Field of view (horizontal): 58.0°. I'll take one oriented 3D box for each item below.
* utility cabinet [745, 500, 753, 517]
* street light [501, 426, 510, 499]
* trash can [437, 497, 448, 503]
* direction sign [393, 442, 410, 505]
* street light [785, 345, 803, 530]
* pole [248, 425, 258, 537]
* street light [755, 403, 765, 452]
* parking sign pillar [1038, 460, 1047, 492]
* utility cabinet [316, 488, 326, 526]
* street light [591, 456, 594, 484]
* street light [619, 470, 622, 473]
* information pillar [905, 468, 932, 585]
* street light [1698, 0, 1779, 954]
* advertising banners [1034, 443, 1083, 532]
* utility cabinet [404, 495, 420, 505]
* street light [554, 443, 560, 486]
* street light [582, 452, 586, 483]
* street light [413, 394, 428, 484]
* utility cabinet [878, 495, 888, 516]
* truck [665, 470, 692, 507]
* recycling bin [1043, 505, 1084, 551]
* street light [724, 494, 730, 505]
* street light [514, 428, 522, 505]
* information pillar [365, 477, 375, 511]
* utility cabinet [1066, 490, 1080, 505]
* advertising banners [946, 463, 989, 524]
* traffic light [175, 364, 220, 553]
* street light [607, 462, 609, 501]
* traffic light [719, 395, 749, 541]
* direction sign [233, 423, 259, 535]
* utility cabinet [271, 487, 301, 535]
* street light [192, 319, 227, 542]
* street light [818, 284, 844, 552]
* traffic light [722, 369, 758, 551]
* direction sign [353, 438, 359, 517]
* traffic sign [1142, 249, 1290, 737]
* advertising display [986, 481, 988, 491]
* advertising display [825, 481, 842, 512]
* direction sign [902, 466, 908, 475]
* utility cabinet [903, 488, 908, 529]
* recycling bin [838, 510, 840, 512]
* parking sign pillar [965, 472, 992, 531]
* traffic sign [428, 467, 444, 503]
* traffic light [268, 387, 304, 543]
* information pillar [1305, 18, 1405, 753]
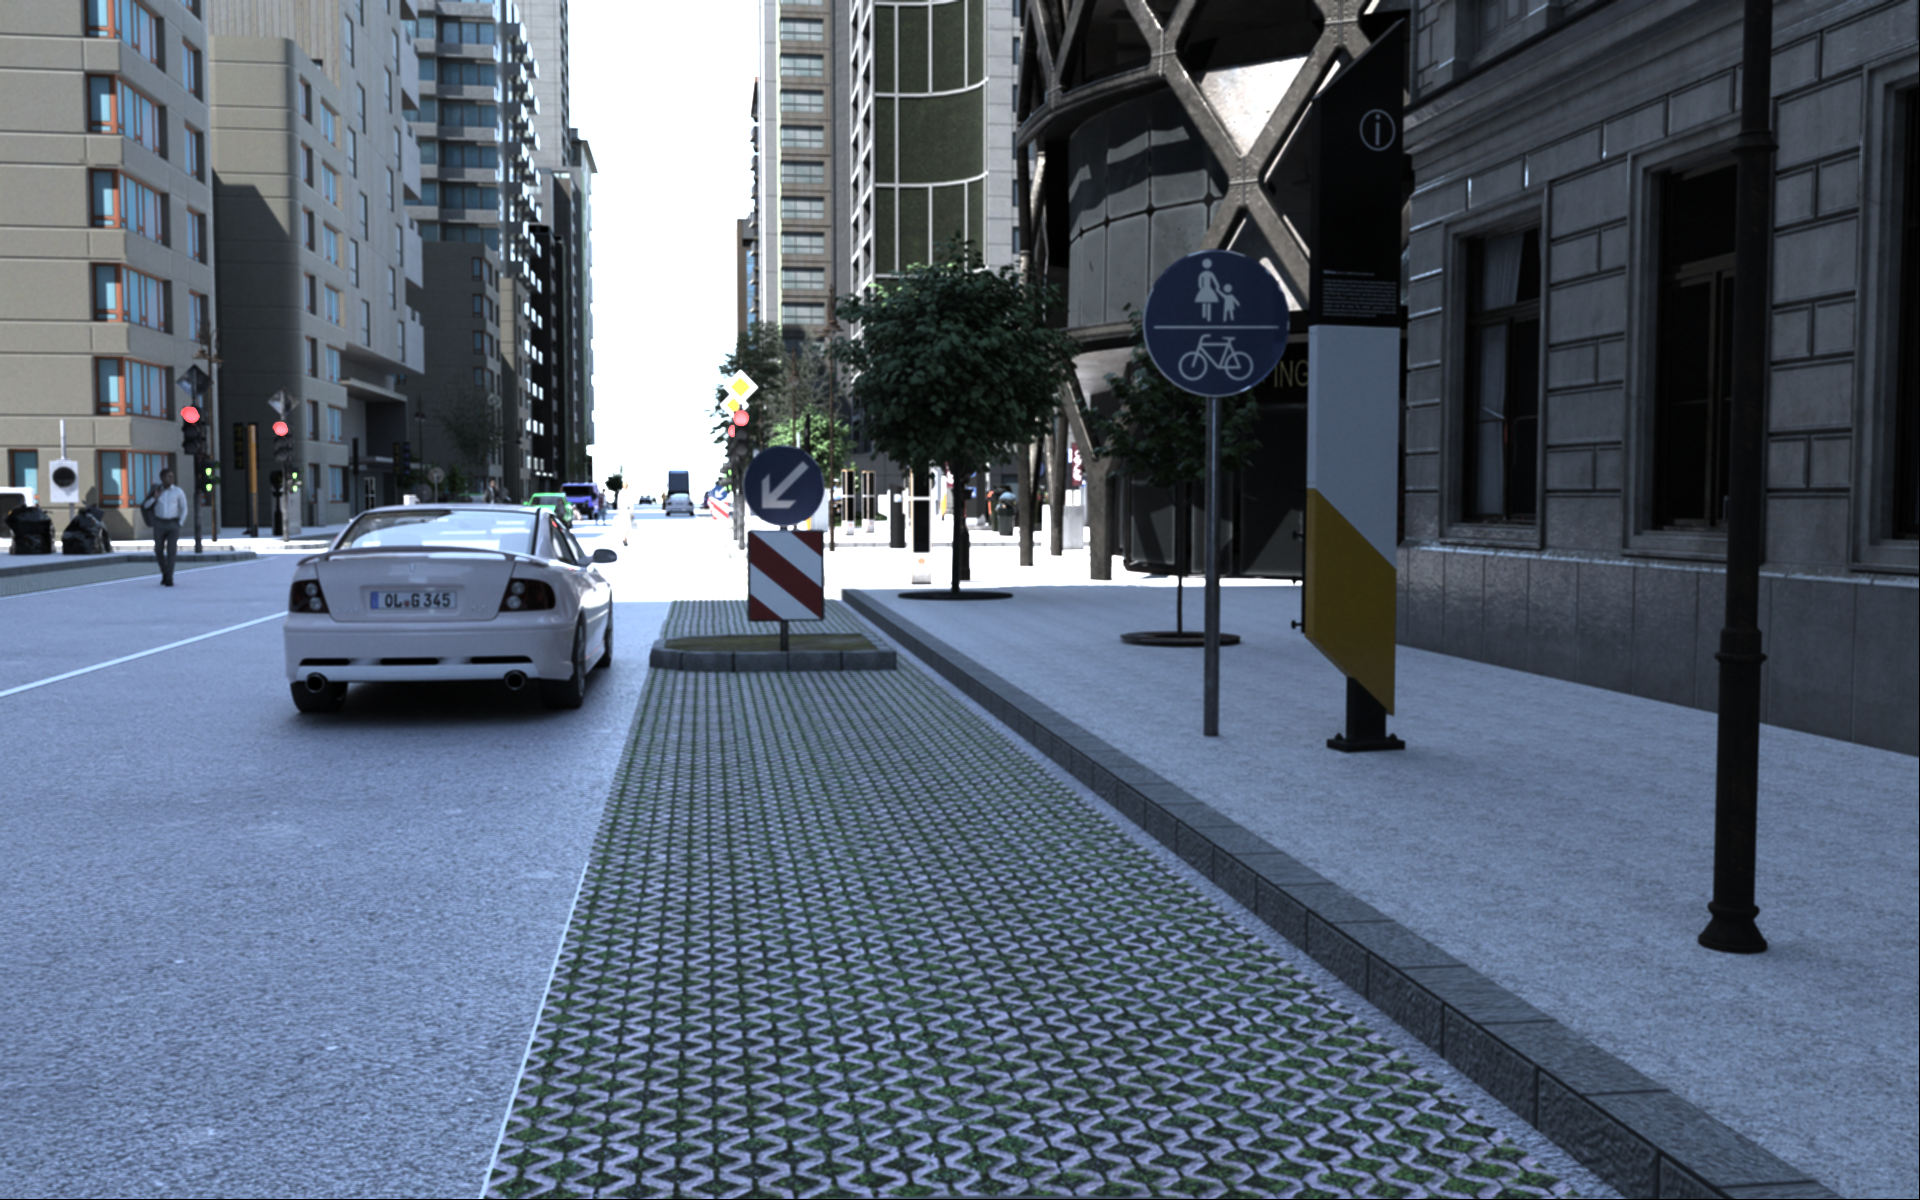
[{"bbox_3d":[-11.954,-5.312,98.014,0.306,1.237,1.020,0,4,2],"label":"utility cabinet"},{"bbox_3d":[-29.833,-8.617,113.675,0.468,5.910,1.993,-1,4,-8],"label":"street light"},{"bbox_3d":[-29.220,-5.259,97.642,0.748,1.137,0.748,0,3,0],"label":"trash can"},{"bbox_3d":[-24.378,-5.118,75.673,0.876,3.537,0.379,1,4,20],"label":"direction sign"},{"bbox_3d":[-5.159,-4.963,53.938,0.468,5.910,1.993,-1,4,-8],"label":"street light"},{"bbox_3d":[-20.894,-3.507,51.185,0.158,3.312,0.155,0,3,0],"label":"pole"},{"bbox_3d":[-10.056,-7.013,87.448,0.468,5.910,1.993,-1,4,-8],"label":"street light"},{"bbox_3d":[4.357,-6.828,100.111,1.447,3.967,1.447,-1,4,-9],"label":"parking sign pillar"},{"bbox_3d":[-25.076,-3.629,68.008,0.318,1.500,1.173,-1,4,-22],"label":"utility cabinet"},{"bbox_3d":[-43.160,-14.097,203.280,0.468,5.910,1.993,-1,4,-8],"label":"street light"},{"bbox_3d":[-53.072,-18.205,270.437,0.468,5.910,1.993,-1,4,-8],"label":"street light"},{"bbox_3d":[-0.566,-1.222,24.475,0.304,2.012,0.304,-1,4,-10],"label":"information pillar"},{"bbox_3d":[2.194,-1.954,4.740,0.468,5.910,1.993,-1,4,-8],"label":"street light"},{"bbox_3d":[3.296,-3.833,58.854,2.074,3.025,0.090,-1,4,-15],"label":"advertising banners"},{"bbox_3d":[-27.403,-4.615,86.621,0.306,1.237,1.020,1,4,13],"label":"utility cabinet"},{"bbox_3d":[-36.120,-11.178,155.547,0.468,5.910,1.993,-1,4,-8],"label":"street light"},{"bbox_3d":[-41.023,-13.243,189.308,0.468,5.910,1.993,-1,4,-8],"label":"street light"},{"bbox_3d":[-24.944,-6.567,80.163,0.468,5.910,1.993,-1,4,-8],"label":"street light"},{"bbox_3d":[-4.005,-5.117,94.817,1.020,1.237,0.306,3,5,42],"label":"utility cabinet"},{"bbox_3d":[-29.968,-11.888,184.132,2.967,4.110,18.799,-1,4,-9],"label":"truck"},{"bbox_3d":[2.366,-1.658,39.655,0.722,1.027,0.722,-2,4,-30],"label":"recycling bin"},{"bbox_3d":[-28.374,-14.565,210.930,0.468,5.910,1.993,-1,4,-8],"label":"street light"},{"bbox_3d":[-30.999,-9.111,121.747,0.468,5.910,1.993,-1,4,-8],"label":"street light"},{"bbox_3d":[-26.089,-4.409,76.586,0.304,2.012,0.304,2,4,32],"label":"information pillar"},{"bbox_3d":[6.537,-5.402,97.001,1.173,1.500,0.318,1,4,13],"label":"utility cabinet"},{"bbox_3d":[0.326,-4.837,75.270,2.074,3.025,0.090,0,4,4],"label":"advertising banners"},{"bbox_3d":[-16.501,-2.969,37.457,0.839,4.253,0.868,-1,4,-8],"label":"traffic light"},{"bbox_3d":[-48.056,-16.147,236.791,0.468,5.910,1.993,-1,4,-8],"label":"street light"},{"bbox_3d":[-6.136,-3.557,47.072,0.839,4.253,0.868,-1,4,-8],"label":"traffic light"},{"bbox_3d":[-22.631,-3.852,54.975,0.876,3.537,0.379,1,4,14],"label":"direction sign"},{"bbox_3d":[-20.924,-2.761,53.825,0.318,1.500,1.173,1,4,9],"label":"utility cabinet"},{"bbox_3d":[-19.806,-4.468,45.837,0.468,5.910,1.993,-1,4,-8],"label":"street light"},{"bbox_3d":[-2.835,-4.003,38.231,0.468,5.910,1.993,-1,4,-8],"label":"street light"},{"bbox_3d":[-4.968,-3.074,39.173,0.839,4.253,0.868,-1,4,-8],"label":"traffic light"},{"bbox_3d":[-24.384,-4.768,69.949,0.379,3.537,0.876,-2,4,-31],"label":"direction sign"},{"bbox_3d":[1.335,-0.551,9.123,0.768,2.556,0.104,0,4,0],"label":"traffic sign"},{"bbox_3d":[1.232,-4.769,83.184,0.123,1.923,0.974,0,4,8],"label":"advertising display"},{"bbox_3d":[-6.139,-4.827,84.136,0.974,1.923,0.123,1,4,14],"label":"advertising display"},{"bbox_3d":[-2.684,-5.699,85.183,0.379,3.537,0.876,1,4,21],"label":"direction sign"},{"bbox_3d":[-1.802,-3.294,62.536,0.318,1.500,1.173,-1,4,-15],"label":"utility cabinet"},{"bbox_3d":[-7.228,-5.164,96.992,0.722,1.027,0.722,-3,4,-39],"label":"recycling bin"},{"bbox_3d":[0.543,-4.384,60.157,1.447,3.967,1.447,1,4,14],"label":"parking sign pillar"},{"bbox_3d":[-24.926,-5.033,82.397,0.768,2.556,0.104,0,4,-7],"label":"traffic sign"},{"bbox_3d":[-17.670,-3.452,45.357,0.839,4.253,0.868,-1,4,-8],"label":"traffic light"},{"bbox_3d":[1.967,-1.054,8.593,0.504,3.616,0.183,-1,4,-19],"label":"information pillar"}]
